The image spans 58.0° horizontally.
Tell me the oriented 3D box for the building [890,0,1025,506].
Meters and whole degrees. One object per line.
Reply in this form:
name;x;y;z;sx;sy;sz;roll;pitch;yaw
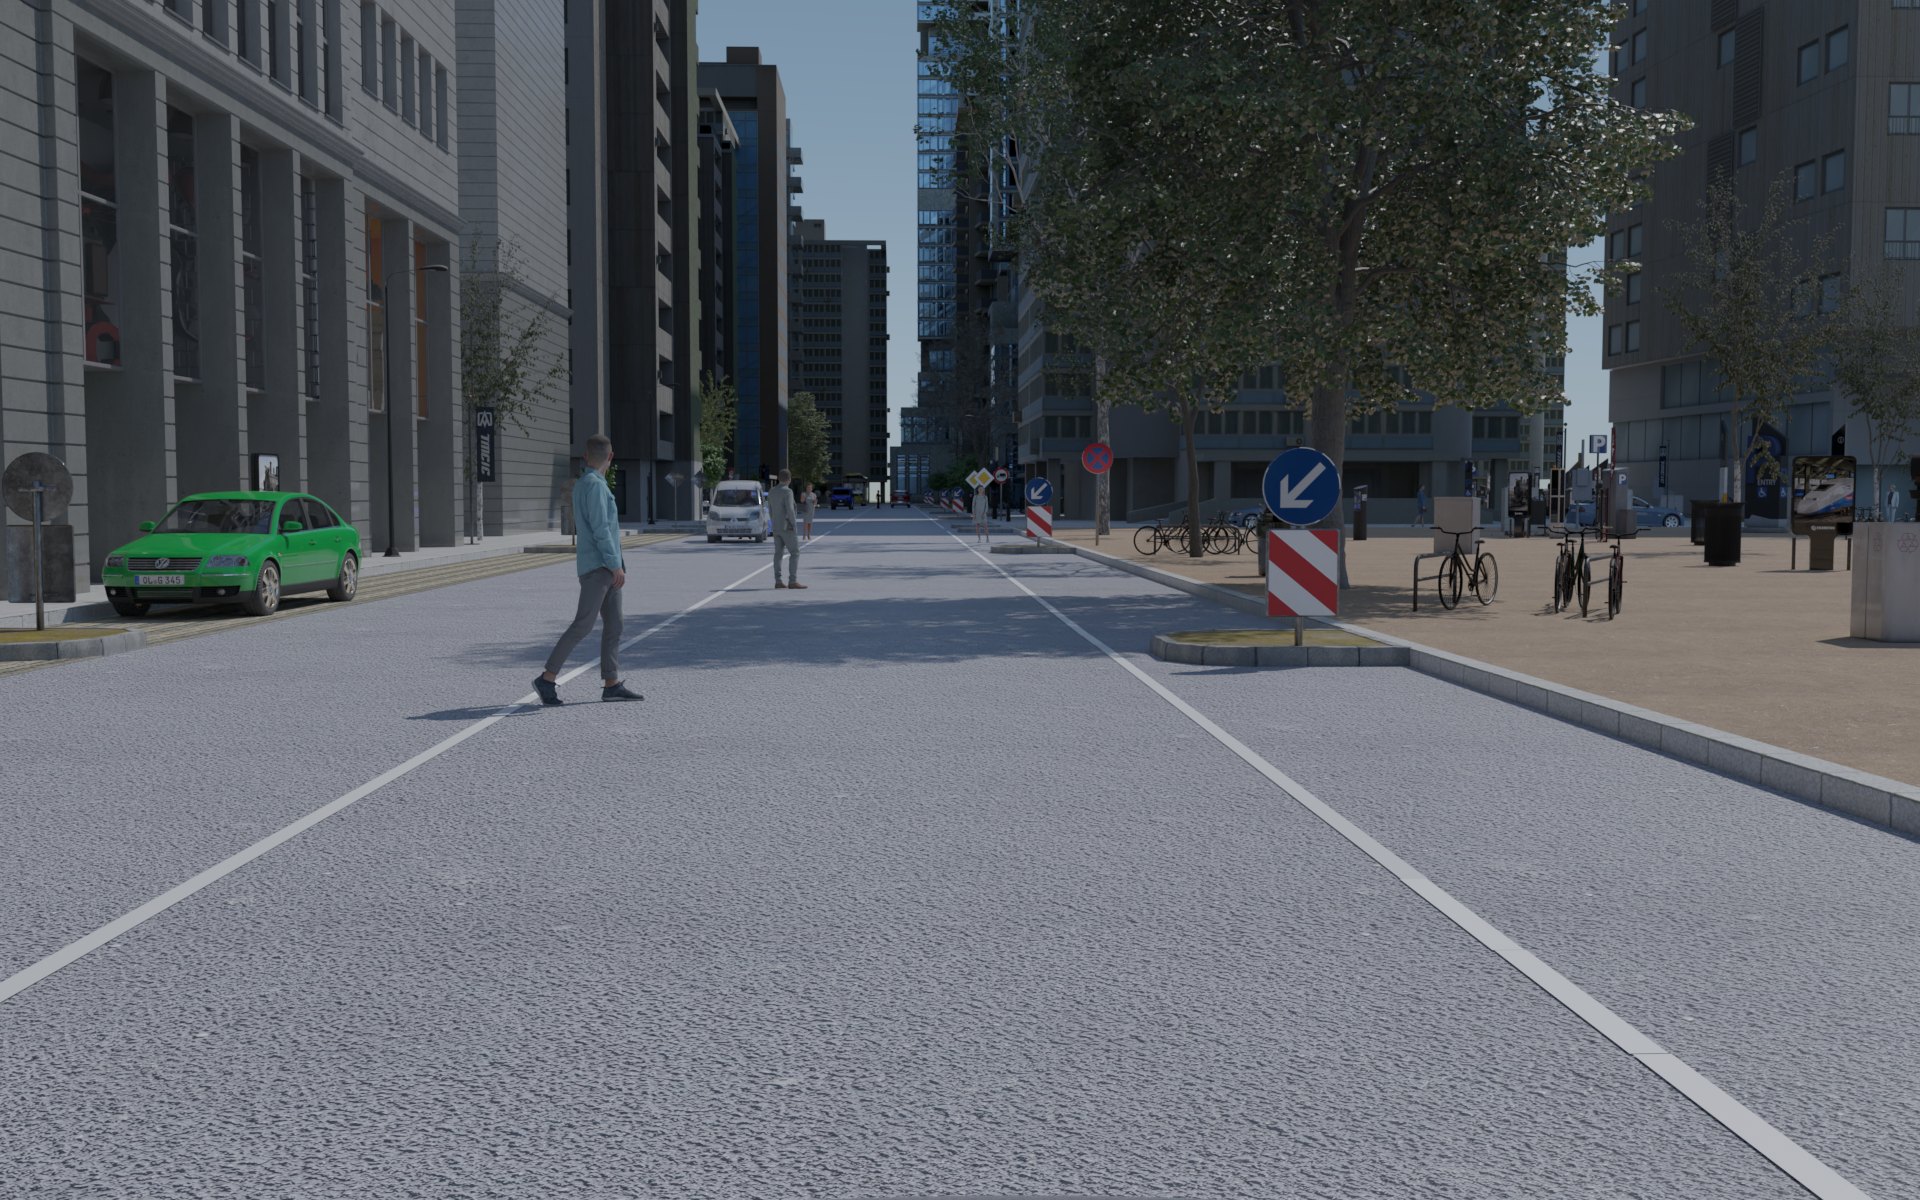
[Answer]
building;5.645;-56.854;242.239;31.000;86.520;22.319;0;4;-2

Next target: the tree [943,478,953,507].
tree;-0.912;-10.970;173.966;1.663;3.219;1.824;0;3;0

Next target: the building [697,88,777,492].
building;-33.415;-28.549;158.662;32.217;40.220;23.993;0;4;-2

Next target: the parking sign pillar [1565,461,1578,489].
parking sign pillar;49.817;-9.334;141.087;1.447;3.967;1.447;-2;4;-32

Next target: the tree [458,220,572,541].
tree;-13.090;-5.956;47.743;4.360;8.622;3.978;0;3;0

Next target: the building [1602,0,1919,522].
building;51.497;-30.556;88.837;27.495;52.752;28.713;0;4;-2

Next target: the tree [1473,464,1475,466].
tree;31.415;-7.799;111.231;4.285;4.588;4.351;0;3;0

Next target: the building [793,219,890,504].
building;-22.010;-33.985;247.541;23.993;40.220;32.217;0;4;-2

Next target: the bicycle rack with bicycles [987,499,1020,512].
bicycle rack with bicycles;3.600;-6.939;126.837;2.852;0.926;2.925;-3;5;-45

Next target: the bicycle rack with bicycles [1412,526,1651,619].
bicycle rack with bicycles;6.348;-0.357;19.227;2.852;0.926;2.925;2;4;31

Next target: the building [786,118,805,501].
building;-34.364;-36.074;209.424;30.456;49.044;23.786;0;4;-2

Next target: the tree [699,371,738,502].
tree;-14.828;-9.260;101.761;4.737;8.622;4.395;0;3;0

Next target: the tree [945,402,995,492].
tree;1.152;-11.436;137.338;4.360;8.622;3.978;0;3;0

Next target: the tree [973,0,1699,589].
tree;5.055;-7.129;23.222;9.857;13.997;8.962;0;3;0

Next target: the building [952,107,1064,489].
building;10.312;-33.040;194.820;22.147;44.769;28.867;0;4;-2

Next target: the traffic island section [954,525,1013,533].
traffic island section;0.925;-2.628;65.249;2.009;0.180;2.903;0;4;-2

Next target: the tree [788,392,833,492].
tree;-17.789;-16.750;191.989;7.486;12.596;7.792;0;3;0

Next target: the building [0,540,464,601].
building;-17.076;-15.256;26.920;11.434;29.767;29.804;0;4;-2

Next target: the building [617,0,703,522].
building;-19.840;-18.858;80.034;14.160;30.474;14.107;0;4;-2

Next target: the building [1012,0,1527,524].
building;15.225;-24.257;88.486;23.993;40.220;32.217;0;4;-2

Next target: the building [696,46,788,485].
building;-25.148;-32.279;177.878;14.600;45.320;14.200;0;4;-2

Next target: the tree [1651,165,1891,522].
tree;17.915;-5.432;39.170;4.360;8.622;3.978;0;3;0

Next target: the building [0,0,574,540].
building;-28.761;-17.070;56.579;29.804;29.767;11.434;0;4;-2

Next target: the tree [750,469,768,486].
tree;-15.702;-8.425;132.344;1.663;3.219;1.824;0;3;0

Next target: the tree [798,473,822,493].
tree;-19.448;-14.778;225.339;4.285;4.588;4.351;0;3;0

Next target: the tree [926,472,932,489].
tree;-2.685;-14.581;222.119;4.285;4.588;4.351;0;3;0

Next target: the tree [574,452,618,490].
tree;-13.846;-4.356;65.818;1.663;3.219;1.824;0;3;0

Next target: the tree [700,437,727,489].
tree;-14.479;-6.828;95.355;4.285;4.588;4.351;0;3;0

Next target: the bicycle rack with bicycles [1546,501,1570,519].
bicycle rack with bicycles;30.129;-4.672;89.761;2.852;0.926;2.925;0;4;-7

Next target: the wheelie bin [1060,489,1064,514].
wheelie bin;6.673;-6.414;112.769;0.980;1.594;0.693;3;5;44

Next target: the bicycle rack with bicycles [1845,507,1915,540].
bicycle rack with bicycles;25.796;-2.128;48.173;2.925;0.926;2.852;-2;4;-31

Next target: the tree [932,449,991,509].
tree;1.264;-8.459;122.019;4.285;4.588;4.351;0;3;0

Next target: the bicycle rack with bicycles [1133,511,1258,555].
bicycle rack with bicycles;5.233;-1.457;37.207;2.925;0.926;2.852;0;4;8

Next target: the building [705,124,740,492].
building;-24.971;-22.236;135.268;14.160;30.474;14.107;0;4;-2

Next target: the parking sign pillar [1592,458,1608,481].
parking sign pillar;48.275;-8.693;130.599;1.447;3.967;1.447;-3;5;-42

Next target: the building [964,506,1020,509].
building;11.550;-52.001;162.879;22.319;86.520;31.000;0;4;-2

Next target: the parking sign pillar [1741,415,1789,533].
parking sign pillar;26.680;-4.208;57.280;1.447;3.967;1.447;-2;4;-28

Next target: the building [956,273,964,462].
building;6.395;-27.210;216.576;14.160;30.474;14.107;0;4;-2

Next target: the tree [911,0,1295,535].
tree;4.508;-12.001;52.109;12.611;20.169;13.585;0;3;0

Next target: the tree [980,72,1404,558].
tree;4.785;-6.163;35.170;8.767;10.594;7.601;0;4;-6

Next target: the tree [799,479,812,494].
tree;-17.796;-12.451;198.173;1.663;3.219;1.824;0;3;0

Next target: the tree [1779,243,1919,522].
tree;27.811;-6.222;52.098;4.360;8.622;3.978;0;3;0

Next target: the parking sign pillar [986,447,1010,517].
parking sign pillar;1.977;-6.782;99.352;1.447;3.967;1.447;0;4;1

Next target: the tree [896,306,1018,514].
tree;1.365;-12.360;112.454;12.009;13.543;11.850;0;3;0

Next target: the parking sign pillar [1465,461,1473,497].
parking sign pillar;28.776;-6.703;98.058;1.447;3.967;1.447;1;4;15
